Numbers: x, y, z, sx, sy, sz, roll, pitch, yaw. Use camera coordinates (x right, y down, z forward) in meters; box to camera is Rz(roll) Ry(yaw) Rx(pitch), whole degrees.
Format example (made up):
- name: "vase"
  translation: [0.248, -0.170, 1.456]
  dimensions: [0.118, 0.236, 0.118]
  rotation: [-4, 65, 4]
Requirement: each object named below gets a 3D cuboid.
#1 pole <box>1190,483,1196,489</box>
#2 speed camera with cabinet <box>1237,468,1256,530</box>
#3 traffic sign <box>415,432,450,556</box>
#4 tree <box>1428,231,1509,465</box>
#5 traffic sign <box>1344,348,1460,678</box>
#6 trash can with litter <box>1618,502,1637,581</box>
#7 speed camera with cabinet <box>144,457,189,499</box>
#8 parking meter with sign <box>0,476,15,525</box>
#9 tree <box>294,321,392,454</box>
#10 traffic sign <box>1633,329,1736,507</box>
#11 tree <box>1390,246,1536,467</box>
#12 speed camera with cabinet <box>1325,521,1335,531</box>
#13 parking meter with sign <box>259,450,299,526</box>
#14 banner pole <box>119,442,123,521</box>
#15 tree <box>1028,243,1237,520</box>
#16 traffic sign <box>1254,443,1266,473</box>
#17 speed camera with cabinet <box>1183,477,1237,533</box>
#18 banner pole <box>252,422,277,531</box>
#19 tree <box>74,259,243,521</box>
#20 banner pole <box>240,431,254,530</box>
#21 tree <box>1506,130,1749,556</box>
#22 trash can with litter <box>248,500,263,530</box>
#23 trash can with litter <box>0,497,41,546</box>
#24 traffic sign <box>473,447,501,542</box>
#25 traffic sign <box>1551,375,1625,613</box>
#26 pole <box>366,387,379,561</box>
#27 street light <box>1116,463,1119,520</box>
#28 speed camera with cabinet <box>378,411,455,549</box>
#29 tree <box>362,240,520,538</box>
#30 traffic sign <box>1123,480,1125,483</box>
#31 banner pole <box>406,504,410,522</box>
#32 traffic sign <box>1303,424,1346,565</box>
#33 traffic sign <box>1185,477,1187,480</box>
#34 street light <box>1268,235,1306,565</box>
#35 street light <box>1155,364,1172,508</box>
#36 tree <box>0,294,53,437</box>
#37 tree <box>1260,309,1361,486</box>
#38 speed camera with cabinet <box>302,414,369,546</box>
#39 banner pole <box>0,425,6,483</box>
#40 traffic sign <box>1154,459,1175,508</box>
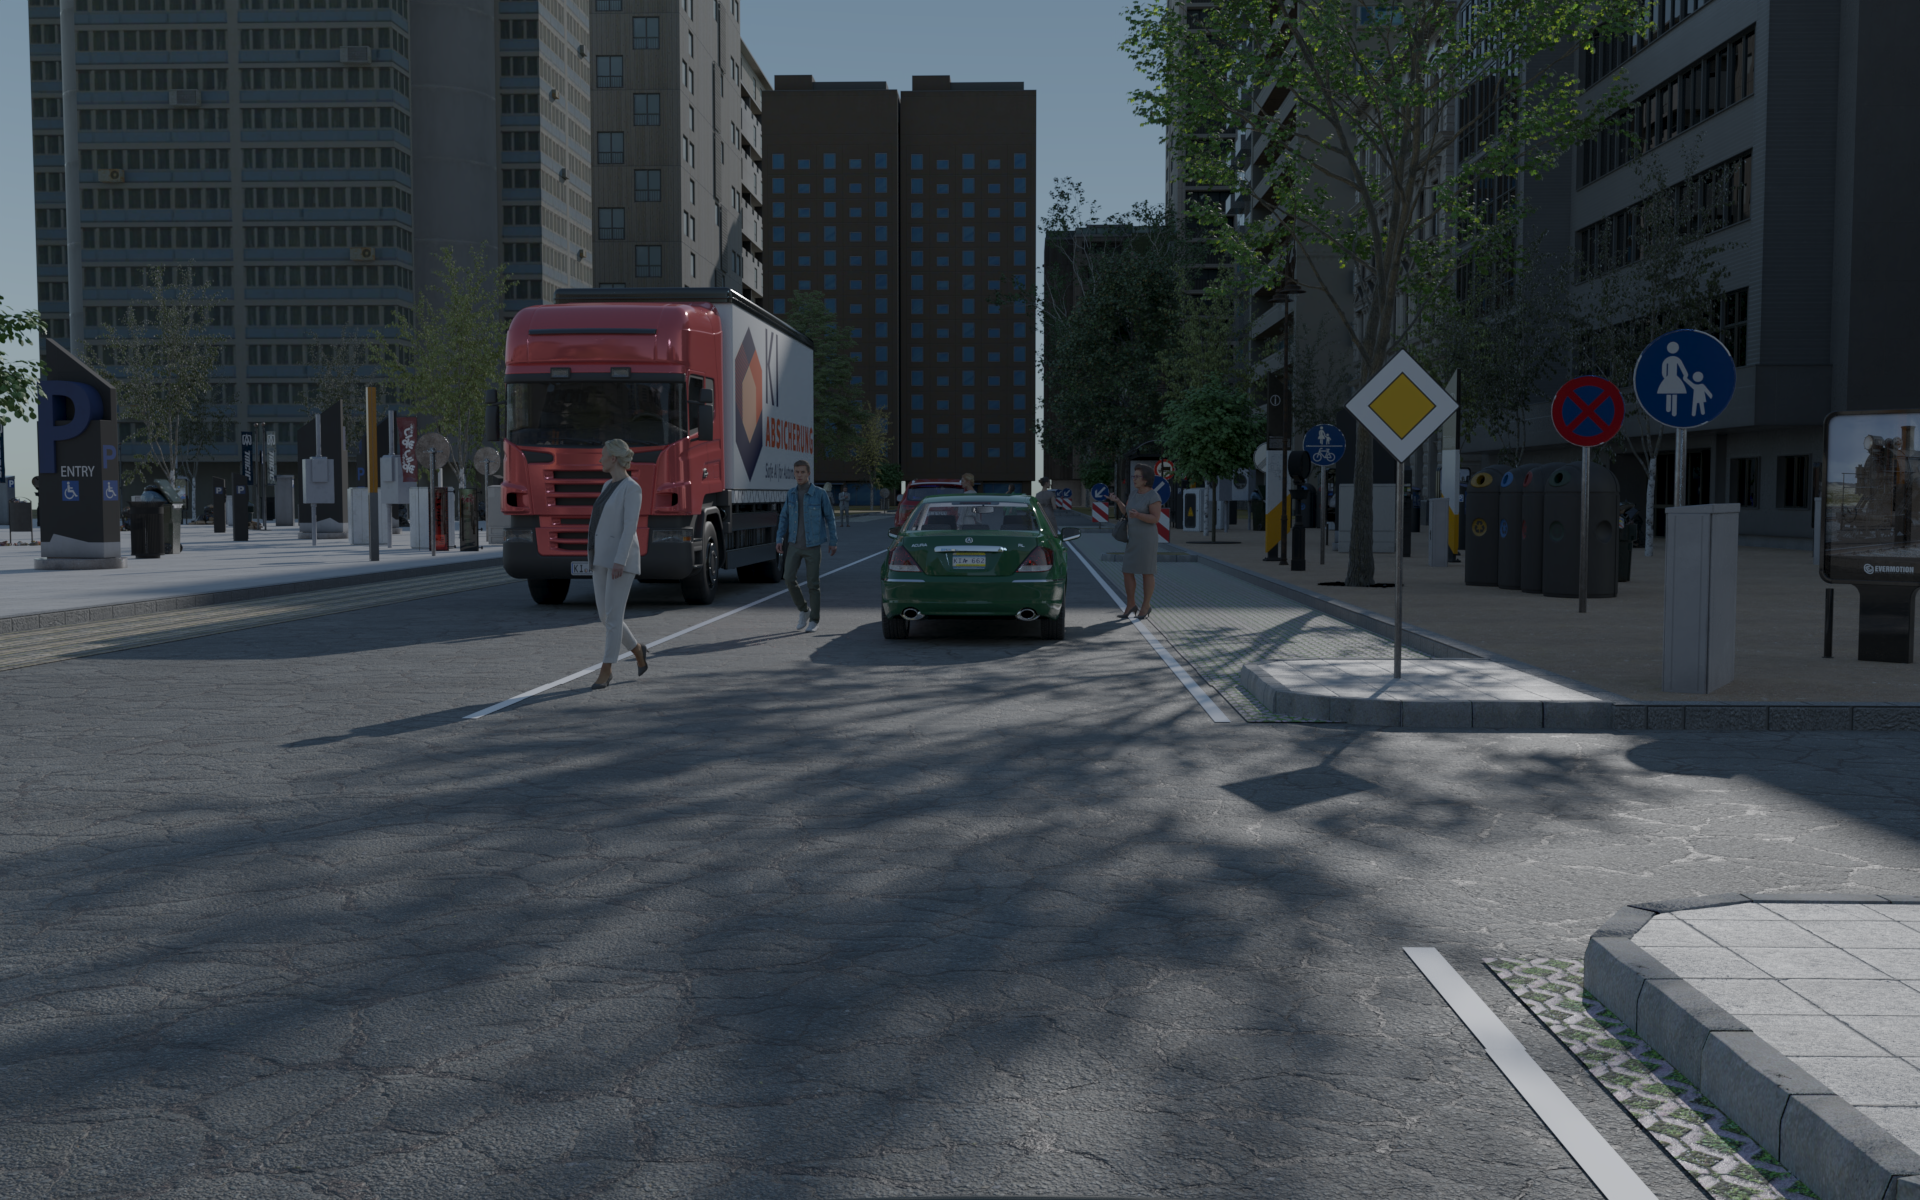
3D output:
- name: "pole"
  translation: [8.268, -4.134, 61.433]
  dimensions: [0.158, 3.312, 0.155]
  rotation: [0, 3, 0]
- name: "speed camera with cabinet"
  translation: [9.578, -4.149, 62.172]
  dimensions: [2.038, 3.252, 0.660]
  rotation: [3, 4, 38]
- name: "traffic sign"
  translation: [-10.894, -2.181, 35.771]
  dimensions: [0.768, 2.556, 0.104]
  rotation: [0, 4, 8]
- name: "tree"
  translation: [14.845, -5.900, 46.825]
  dimensions: [4.360, 8.622, 3.978]
  rotation: [0, 3, 0]
- name: "traffic sign"
  translation: [3.044, -0.511, 12.004]
  dimensions: [0.795, 2.450, 0.064]
  rotation: [0, 4, 2]
- name: "trash can with litter"
  translation: [9.395, -0.863, 25.494]
  dimensions: [0.624, 1.170, 1.055]
  rotation: [-3, 5, -39]
- name: "speed camera with cabinet"
  translation: [-39.418, -5.606, 85.989]
  dimensions: [0.660, 3.252, 2.038]
  rotation: [3, 4, 36]
- name: "parking meter with sign"
  translation: [-39.365, -4.594, 71.371]
  dimensions: [1.738, 3.016, 0.543]
  rotation: [1, 4, 16]
- name: "tree"
  translation: [-26.613, -7.586, 74.390]
  dimensions: [4.360, 8.622, 3.978]
  rotation: [0, 3, 0]
- name: "traffic sign"
  translation: [5.600, -0.818, 13.474]
  dimensions: [0.768, 2.556, 0.104]
  rotation: [0, 4, 6]
- name: "tree"
  translation: [14.918, -6.209, 51.880]
  dimensions: [4.737, 8.622, 4.395]
  rotation: [0, 3, 0]
- name: "speed camera with cabinet"
  translation: [13.230, -4.063, 60.765]
  dimensions: [0.660, 3.252, 2.038]
  rotation: [0, 4, -5]
- name: "parking meter with sign"
  translation: [-27.081, -4.476, 69.440]
  dimensions: [1.738, 3.016, 0.543]
  rotation: [-1, 4, -12]
- name: "banner pole"
  translation: [-40.640, -5.722, 83.579]
  dimensions: [0.401, 3.779, 0.863]
  rotation: [1, 4, 11]
- name: "tree"
  translation: [7.795, -9.929, 79.340]
  dimensions: [9.611, 12.733, 9.660]
  rotation: [0, 3, 0]
- name: "traffic sign"
  translation: [7.590, -2.595, 42.541]
  dimensions: [0.768, 2.556, 0.104]
  rotation: [1, 4, 11]
- name: "speed camera with cabinet"
  translation: [8.332, -3.917, 58.376]
  dimensions: [0.660, 3.252, 2.038]
  rotation: [-2, 4, -28]
- name: "banner pole"
  translation: [-24.111, -4.306, 60.420]
  dimensions: [0.863, 3.779, 0.401]
  rotation: [2, 4, 28]
- name: "tree"
  translation: [-24.717, -6.319, 53.685]
  dimensions: [4.360, 8.622, 3.978]
  rotation: [0, 3, 0]
- name: "banner pole"
  translation: [-24.959, -4.343, 61.026]
  dimensions: [0.401, 3.779, 0.863]
  rotation: [2, 4, 29]
- name: "tree"
  translation: [14.188, -5.222, 35.741]
  dimensions: [4.360, 8.622, 3.978]
  rotation: [0, 3, 0]
- name: "trash can with litter"
  translation: [-25.608, -3.129, 62.546]
  dimensions: [1.055, 1.170, 0.624]
  rotation: [2, 4, 28]
- name: "trash can with litter"
  translation: [-23.778, -1.962, 43.143]
  dimensions: [2.233, 1.210, 1.678]
  rotation: [-1, 4, -10]
- name: "traffic sign"
  translation: [-12.733, -2.844, 46.611]
  dimensions: [0.768, 2.556, 0.104]
  rotation: [1, 4, 9]
- name: "traffic sign"
  translation: [6.734, -1.134, 18.654]
  dimensions: [0.768, 2.556, 0.104]
  rotation: [0, 4, 7]
- name: "pole"
  translation: [-11.230, -2.401, 33.107]
  dimensions: [0.158, 3.312, 0.155]
  rotation: [0, 3, 0]
- name: "street light"
  translation: [7.820, -6.913, 85.816]
  dimensions: [0.468, 5.910, 1.993]
  rotation: [0, 4, 2]
- name: "speed camera with cabinet"
  translation: [-12.807, -2.846, 40.871]
  dimensions: [2.038, 3.252, 0.660]
  rotation: [2, 4, 35]
- name: "tree"
  translation: [-14.609, -6.088, 49.909]
  dimensions: [4.737, 8.622, 4.395]
  rotation: [0, 3, 0]
- name: "traffic sign"
  translation: [8.592, -5.309, 86.804]
  dimensions: [0.884, 2.594, 0.081]
  rotation: [1, 4, 8]
- name: "banner pole"
  translation: [-25.707, -5.561, 80.931]
  dimensions: [0.401, 3.779, 0.863]
  rotation: [2, 4, 24]
- name: "traffic sign"
  translation: [6.603, -1.919, 31.475]
  dimensions: [0.768, 2.556, 0.104]
  rotation: [0, 4, 7]
- name: "traffic sign"
  translation: [9.229, -4.431, 72.554]
  dimensions: [0.768, 2.556, 0.104]
  rotation: [0, 4, 8]
- name: "street light"
  translation: [5.854, -3.569, 31.141]
  dimensions: [0.468, 5.910, 1.993]
  rotation: [0, 4, 2]
- name: "street light"
  translation: [6.872, -5.258, 58.759]
  dimensions: [0.468, 5.910, 1.993]
  rotation: [0, 4, 2]
- name: "tree"
  translation: [-11.972, -2.156, 18.967]
  dimensions: [4.285, 4.588, 4.351]
  rotation: [0, 3, 0]
- name: "tree"
  translation: [14.076, -7.266, 69.158]
  dimensions: [4.360, 8.622, 3.978]
  rotation: [0, 3, 0]
- name: "speed camera with cabinet"
  translation: [-15.405, -3.009, 43.537]
  dimensions: [2.038, 3.252, 0.660]
  rotation: [-2, 4, -28]
- name: "banner pole"
  translation: [-27.059, -3.576, 48.492]
  dimensions: [0.401, 3.779, 0.863]
  rotation: [1, 4, 18]
- name: "traffic sign"
  translation: [7.414, -3.835, 62.815]
  dimensions: [0.768, 2.556, 0.104]
  rotation: [1, 4, 10]
